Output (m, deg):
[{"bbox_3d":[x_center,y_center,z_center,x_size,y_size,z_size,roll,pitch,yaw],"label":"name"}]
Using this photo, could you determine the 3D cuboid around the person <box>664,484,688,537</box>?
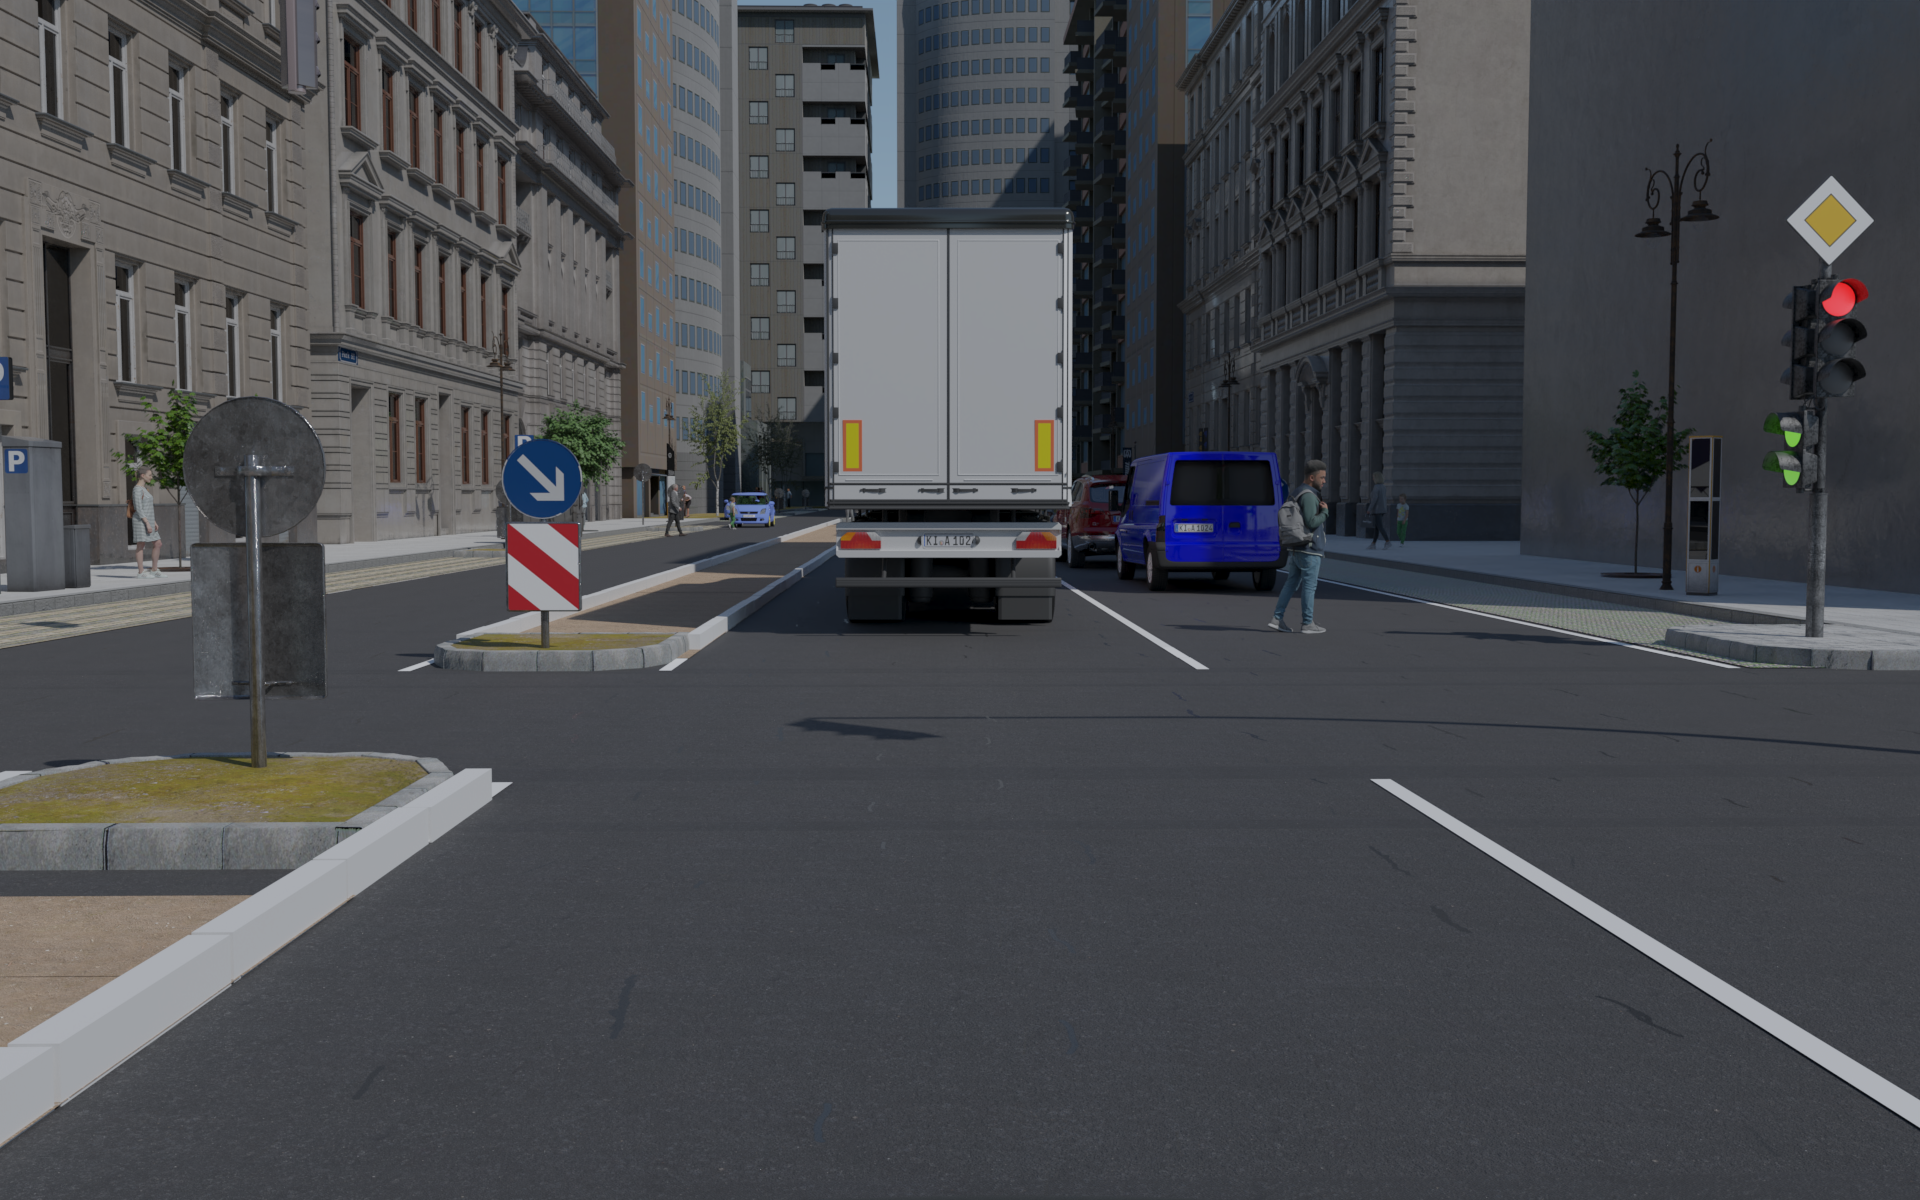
[{"bbox_3d":[-9.512,-3.007,58.061,0.834,1.777,0.661,-1,4,-23],"label":"person"}]

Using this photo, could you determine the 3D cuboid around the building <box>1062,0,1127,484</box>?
[{"bbox_3d":[20.347,-30.305,150.108,22.147,44.769,28.867,0,4,-1],"label":"building"}]

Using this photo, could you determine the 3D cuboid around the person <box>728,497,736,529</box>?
[{"bbox_3d":[-9.220,-3.503,70.026,0.306,1.304,0.590,2,4,26],"label":"person"}]

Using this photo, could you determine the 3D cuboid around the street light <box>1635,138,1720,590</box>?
[{"bbox_3d":[9.466,-3.073,23.026,0.468,5.910,1.993,0,4,-1],"label":"street light"}]

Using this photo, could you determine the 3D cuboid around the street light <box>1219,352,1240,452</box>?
[{"bbox_3d":[8.761,-5.118,56.463,0.468,5.910,1.993,0,4,-1],"label":"street light"}]

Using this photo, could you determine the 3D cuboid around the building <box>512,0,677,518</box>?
[{"bbox_3d":[-23.881,-27.296,96.406,14.600,45.320,14.200,0,4,-1],"label":"building"}]

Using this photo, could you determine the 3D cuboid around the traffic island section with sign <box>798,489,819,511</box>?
[{"bbox_3d":[-12.799,-8.296,144.263,1.989,1.847,2.006,0,4,-1],"label":"traffic island section with sign"}]

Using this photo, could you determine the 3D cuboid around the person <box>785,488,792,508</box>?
[{"bbox_3d":[-16.089,-9.563,162.390,0.705,1.826,1.348,-3,4,-37],"label":"person"}]

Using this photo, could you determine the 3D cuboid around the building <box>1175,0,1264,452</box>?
[{"bbox_3d":[17.656,-17.187,78.275,12.463,27.353,25.104,0,4,-1],"label":"building"}]

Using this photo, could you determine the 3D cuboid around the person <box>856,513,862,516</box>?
[{"bbox_3d":[-6.201,-6.032,107.090,0.705,1.831,1.348,3,4,39],"label":"person"}]

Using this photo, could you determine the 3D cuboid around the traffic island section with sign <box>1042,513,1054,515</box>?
[{"bbox_3d":[5.338,-6.658,117.489,1.989,1.847,2.006,0,4,-1],"label":"traffic island section with sign"}]

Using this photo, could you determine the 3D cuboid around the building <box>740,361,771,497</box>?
[{"bbox_3d":[-33.191,-51.239,150.426,31.000,86.520,22.319,0,4,-1],"label":"building"}]

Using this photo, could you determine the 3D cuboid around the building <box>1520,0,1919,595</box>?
[{"bbox_3d":[29.108,-13.594,26.783,34.151,26.468,19.350,0,4,-1],"label":"building"}]

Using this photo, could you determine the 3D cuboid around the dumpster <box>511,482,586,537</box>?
[{"bbox_3d":[-10.769,-2.256,45.101,1.865,1.857,1.264,0,4,-3],"label":"dumpster"}]

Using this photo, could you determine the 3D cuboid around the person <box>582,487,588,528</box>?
[{"bbox_3d":[-14.480,-3.578,66.360,0.330,1.601,0.589,2,4,26],"label":"person"}]

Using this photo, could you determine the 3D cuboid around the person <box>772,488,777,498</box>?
[{"bbox_3d":[-16.682,-9.266,157.628,0.705,1.812,1.348,-3,4,-38],"label":"person"}]

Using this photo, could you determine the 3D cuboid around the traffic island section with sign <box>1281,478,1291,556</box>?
[{"bbox_3d":[7.123,-1.957,40.633,1.989,1.847,2.006,0,4,-1],"label":"traffic island section with sign"}]

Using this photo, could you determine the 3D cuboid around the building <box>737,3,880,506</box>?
[{"bbox_3d":[-20.610,-36.677,188.901,27.495,52.752,28.713,0,4,-1],"label":"building"}]

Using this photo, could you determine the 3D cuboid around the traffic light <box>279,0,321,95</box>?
[{"bbox_3d":[-8.022,-2.472,15.082,4.771,5.953,1.251,0,4,-1],"label":"traffic light"}]

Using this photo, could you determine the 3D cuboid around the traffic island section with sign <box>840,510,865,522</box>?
[{"bbox_3d":[-5.193,-5.011,90.060,2.006,1.907,1.989,0,4,-1],"label":"traffic island section with sign"}]

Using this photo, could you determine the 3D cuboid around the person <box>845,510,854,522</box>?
[{"bbox_3d":[-4.859,-4.008,75.846,0.589,1.601,0.330,-2,4,-25],"label":"person"}]

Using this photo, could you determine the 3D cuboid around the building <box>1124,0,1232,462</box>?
[{"bbox_3d":[17.218,-27.453,98.966,14.600,45.320,14.200,0,4,-1],"label":"building"}]

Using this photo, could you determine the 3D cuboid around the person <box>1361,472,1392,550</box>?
[{"bbox_3d":[9.637,-2.064,39.978,0.728,1.800,0.709,3,5,41],"label":"person"}]

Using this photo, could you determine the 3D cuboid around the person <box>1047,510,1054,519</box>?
[{"bbox_3d":[4.158,-4.382,80.891,0.466,1.731,0.760,-2,4,-32],"label":"person"}]

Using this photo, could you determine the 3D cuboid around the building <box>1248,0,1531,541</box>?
[{"bbox_3d":[16.299,-13.884,55.875,11.050,23.489,19.941,0,4,-1],"label":"building"}]

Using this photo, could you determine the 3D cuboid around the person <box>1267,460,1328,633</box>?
[{"bbox_3d":[3.551,-0.548,17.815,0.721,1.781,0.623,-1,4,-22],"label":"person"}]

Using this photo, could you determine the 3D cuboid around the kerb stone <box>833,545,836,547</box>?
[{"bbox_3d":[-3.011,-1.142,40.941,0.120,0.150,1.000,0,4,-1],"label":"kerb stone"}]

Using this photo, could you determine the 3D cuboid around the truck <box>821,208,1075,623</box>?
[{"bbox_3d":[-0.087,-2.060,22.597,2.839,4.237,11.283,0,4,0],"label":"truck"}]

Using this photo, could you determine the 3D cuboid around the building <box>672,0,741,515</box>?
[{"bbox_3d":[-26.982,-35.175,117.104,21.231,58.520,28.212,0,4,-1],"label":"building"}]

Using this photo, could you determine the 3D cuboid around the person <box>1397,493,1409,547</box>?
[{"bbox_3d":[10.743,-1.941,42.028,0.306,1.304,0.590,2,4,24],"label":"person"}]

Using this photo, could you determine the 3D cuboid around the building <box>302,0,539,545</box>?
[{"bbox_3d":[-20.932,-13.260,52.965,11.583,22.565,21.152,0,4,-1],"label":"building"}]

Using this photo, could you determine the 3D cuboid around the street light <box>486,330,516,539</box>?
[{"bbox_3d":[-12.913,-4.653,48.860,0.468,5.910,1.993,0,4,-1],"label":"street light"}]

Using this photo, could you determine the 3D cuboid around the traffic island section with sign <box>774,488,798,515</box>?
[{"bbox_3d":[-12.168,-6.620,116.872,1.989,1.847,2.006,0,4,-1],"label":"traffic island section with sign"}]

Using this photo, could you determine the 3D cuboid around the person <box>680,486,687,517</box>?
[{"bbox_3d":[-15.645,-5.618,98.455,0.434,1.755,0.990,1,4,18],"label":"person"}]

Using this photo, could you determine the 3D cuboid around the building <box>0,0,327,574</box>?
[{"bbox_3d":[-21.078,-14.194,29.334,12.463,27.353,25.104,0,4,-1],"label":"building"}]

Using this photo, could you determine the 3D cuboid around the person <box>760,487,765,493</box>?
[{"bbox_3d":[-16.248,-8.292,141.493,0.709,1.838,0.599,1,4,14],"label":"person"}]

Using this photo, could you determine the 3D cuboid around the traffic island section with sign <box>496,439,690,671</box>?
[{"bbox_3d":[-3.455,-0.416,14.942,2.006,1.907,1.989,0,4,-1],"label":"traffic island section with sign"}]

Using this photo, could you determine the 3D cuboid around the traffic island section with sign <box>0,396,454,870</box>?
[{"bbox_3d":[-3.294,0.037,7.536,2.006,1.907,1.989,0,4,-1],"label":"traffic island section with sign"}]

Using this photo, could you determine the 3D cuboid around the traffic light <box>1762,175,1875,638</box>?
[{"bbox_3d":[7.645,-1.621,15.422,0.839,4.253,0.868,0,4,-1],"label":"traffic light"}]

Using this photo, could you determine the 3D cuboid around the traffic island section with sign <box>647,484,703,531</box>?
[{"bbox_3d":[-11.021,-3.581,67.172,1.989,1.847,2.006,0,4,-1],"label":"traffic island section with sign"}]

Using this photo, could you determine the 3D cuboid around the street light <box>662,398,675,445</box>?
[{"bbox_3d":[-13.767,-6.686,82.104,0.468,5.910,1.993,0,4,-1],"label":"street light"}]

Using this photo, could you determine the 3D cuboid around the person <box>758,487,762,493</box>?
[{"bbox_3d":[-16.274,-8.197,140.002,1.348,1.831,0.705,-2,4,-23],"label":"person"}]

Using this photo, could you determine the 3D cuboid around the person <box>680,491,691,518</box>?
[{"bbox_3d":[-14.896,-5.186,94.029,0.628,1.438,0.799,-1,4,-8],"label":"person"}]

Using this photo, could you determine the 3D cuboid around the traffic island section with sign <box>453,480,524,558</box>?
[{"bbox_3d":[-10.395,-1.903,39.737,1.989,1.847,2.006,0,4,-1],"label":"traffic island section with sign"}]

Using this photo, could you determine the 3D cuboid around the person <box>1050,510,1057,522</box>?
[{"bbox_3d":[3.013,-2.523,55.256,0.738,1.151,1.012,2,4,32],"label":"person"}]

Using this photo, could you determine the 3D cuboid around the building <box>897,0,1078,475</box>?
[{"bbox_3d":[7.311,-39.393,186.077,28.212,58.520,21.231,0,4,-1],"label":"building"}]

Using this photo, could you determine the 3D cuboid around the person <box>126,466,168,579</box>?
[{"bbox_3d":[-12.371,-1.176,26.273,0.522,1.701,0.512,-1,4,-12],"label":"person"}]

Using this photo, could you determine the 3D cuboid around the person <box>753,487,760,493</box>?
[{"bbox_3d":[-15.582,-7.744,132.664,1.348,1.822,0.705,-1,4,-18],"label":"person"}]

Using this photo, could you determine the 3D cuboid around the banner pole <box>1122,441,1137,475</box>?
[{"bbox_3d":[8.035,-5.605,81.666,0.863,3.779,0.401,-1,4,-16],"label":"banner pole"}]

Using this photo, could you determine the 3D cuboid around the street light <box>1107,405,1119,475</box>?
[{"bbox_3d":[7.967,-7.184,90.244,0.468,5.910,1.993,0,4,-1],"label":"street light"}]

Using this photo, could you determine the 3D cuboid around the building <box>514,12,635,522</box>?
[{"bbox_3d":[-22.728,-14.294,75.512,13.314,21.916,24.055,0,4,-1],"label":"building"}]
